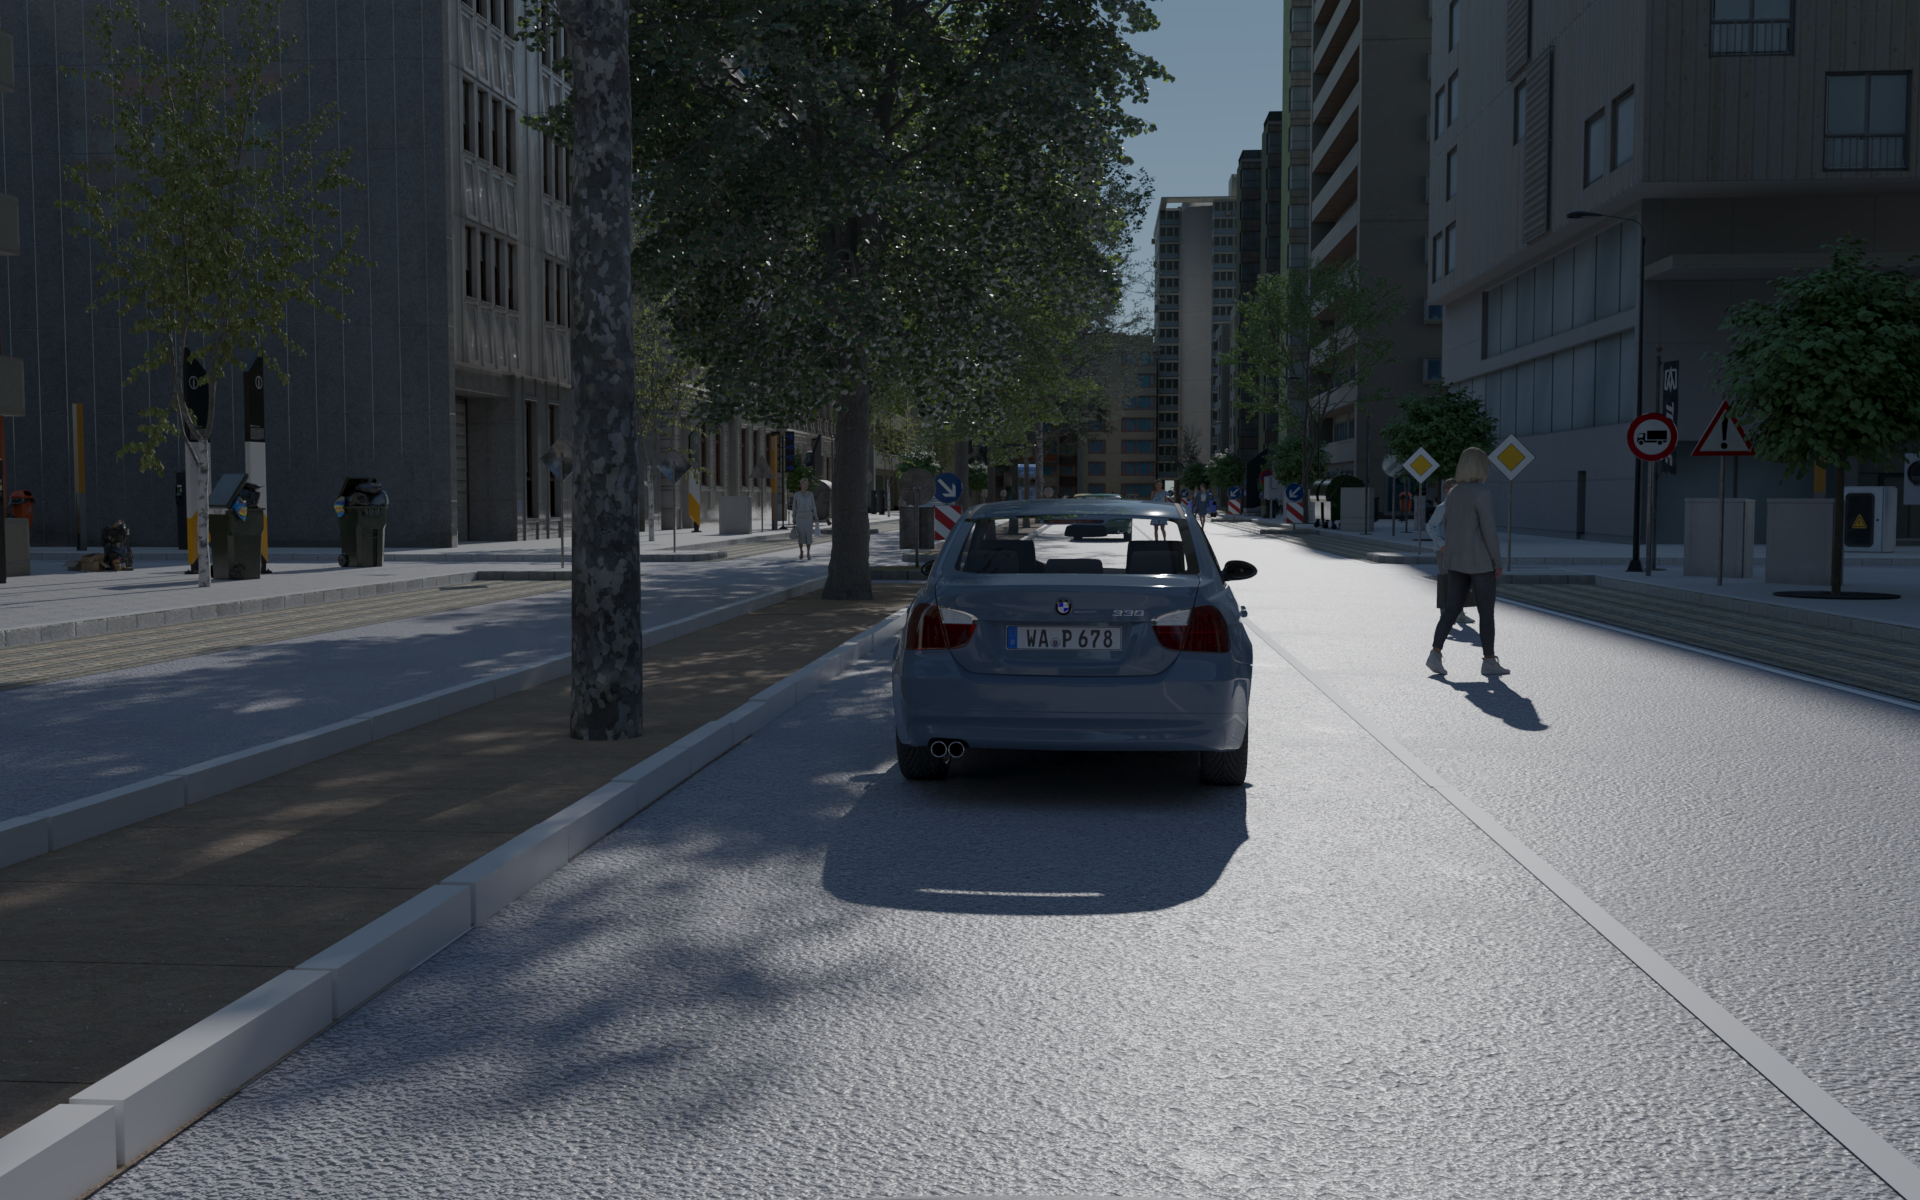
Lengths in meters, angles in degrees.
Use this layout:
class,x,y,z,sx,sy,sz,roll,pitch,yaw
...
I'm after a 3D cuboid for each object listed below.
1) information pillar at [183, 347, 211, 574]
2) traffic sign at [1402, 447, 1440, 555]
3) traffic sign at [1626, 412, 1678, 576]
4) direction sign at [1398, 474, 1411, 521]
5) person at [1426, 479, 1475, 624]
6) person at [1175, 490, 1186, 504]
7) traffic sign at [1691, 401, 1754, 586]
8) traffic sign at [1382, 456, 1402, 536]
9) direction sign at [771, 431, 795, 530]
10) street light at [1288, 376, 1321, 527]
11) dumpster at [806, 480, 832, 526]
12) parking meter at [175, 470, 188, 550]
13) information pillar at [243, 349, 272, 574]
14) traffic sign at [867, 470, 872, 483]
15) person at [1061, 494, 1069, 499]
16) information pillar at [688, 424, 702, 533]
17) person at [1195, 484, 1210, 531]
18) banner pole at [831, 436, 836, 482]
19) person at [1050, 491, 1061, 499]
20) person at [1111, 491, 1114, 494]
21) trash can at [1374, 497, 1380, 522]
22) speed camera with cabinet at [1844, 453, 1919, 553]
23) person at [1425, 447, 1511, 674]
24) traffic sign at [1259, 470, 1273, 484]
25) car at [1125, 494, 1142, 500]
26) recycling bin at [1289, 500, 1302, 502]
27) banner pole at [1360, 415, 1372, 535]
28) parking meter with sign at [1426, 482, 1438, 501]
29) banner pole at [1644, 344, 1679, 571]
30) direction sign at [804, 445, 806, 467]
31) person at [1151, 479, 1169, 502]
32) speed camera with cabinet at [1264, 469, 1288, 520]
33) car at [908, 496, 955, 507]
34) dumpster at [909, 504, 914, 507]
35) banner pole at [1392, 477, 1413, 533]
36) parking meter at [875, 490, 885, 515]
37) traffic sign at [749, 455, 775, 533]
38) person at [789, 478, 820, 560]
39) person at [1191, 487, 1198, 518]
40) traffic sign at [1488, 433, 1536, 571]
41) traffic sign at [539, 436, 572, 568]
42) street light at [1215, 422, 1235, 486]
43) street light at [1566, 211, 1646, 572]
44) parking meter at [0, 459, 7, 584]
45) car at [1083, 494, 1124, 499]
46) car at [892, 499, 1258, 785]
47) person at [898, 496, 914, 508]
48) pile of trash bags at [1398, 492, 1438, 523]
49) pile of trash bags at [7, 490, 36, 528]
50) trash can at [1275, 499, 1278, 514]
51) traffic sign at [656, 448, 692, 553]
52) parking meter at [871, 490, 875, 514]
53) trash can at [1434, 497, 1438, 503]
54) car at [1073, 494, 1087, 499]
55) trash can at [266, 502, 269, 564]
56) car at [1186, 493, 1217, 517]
class,x,y,z,sx,sy,sz,roll,pitch,yaw
information pillar,-12.237,-2.229,27.793,0.183,3.616,0.504,1,4,17
traffic sign,9.736,-2.019,36.648,0.795,2.450,0.064,0,4,5
traffic sign,10.797,-1.650,27.092,0.768,2.556,0.104,1,4,11
direction sign,20.960,-5.505,81.997,0.379,3.537,0.876,-3,5,-43
person,5.426,-0.540,19.142,0.589,1.601,0.330,-2,4,-25
person,18.430,-8.267,144.382,1.217,1.735,0.721,-2,4,-27
traffic sign,10.643,-1.479,24.190,0.884,2.594,0.081,0,4,5
traffic sign,13.214,-3.218,52.717,0.768,2.556,0.104,1,4,10
direction sign,-6.389,-4.310,62.463,0.876,3.537,0.379,1,4,11
street light,13.634,-5.868,68.481,1.470,5.913,1.316,0,4,5
dumpster,-5.759,-3.985,70.914,1.264,1.857,1.865,0,4,5
parking meter,-17.808,-2.090,39.875,0.255,1.863,0.399,2,4,30
information pillar,-11.260,-2.223,27.701,0.183,3.616,0.504,0,4,6
traffic sign,-4.821,-5.343,87.469,0.768,2.556,0.104,1,4,8
person,8.957,-8.344,148.108,0.799,1.438,0.628,-2,4,-33
information pillar,-8.857,-4.061,57.759,0.183,3.616,0.504,2,4,30
person,9.499,-3.614,67.606,0.581,1.822,0.654,2,4,25
banner pole,-5.355,-5.172,74.582,0.401,3.779,0.863,-3,5,-43
person,10.269,-10.901,186.825,1.348,1.812,0.705,0,4,0
person,16.075,-10.669,183.760,0.721,1.723,1.217,-1,4,-22
trash can,18.822,-4.127,79.131,0.748,1.137,0.748,0,3,0
speed camera with cabinet,20.156,-2.634,37.399,0.660,3.252,2.038,-2,4,-35
person,4.002,-0.312,13.790,0.728,1.800,0.709,-1,4,-22
traffic sign,16.520,-5.704,93.371,0.768,2.556,0.104,0,4,6
car,18.129,-10.520,182.223,2.015,1.641,3.980,0,4,5
recycling bin,15.043,-3.945,77.049,0.722,1.027,0.722,0,4,1
banner pole,12.982,-3.981,55.114,0.401,3.779,0.863,1,4,23
parking meter with sign,22.301,-5.214,81.517,1.738,3.016,0.543,1,4,18
banner pole,11.700,-2.372,28.794,0.401,3.779,0.863,0,4,-8
direction sign,-7.133,-5.362,79.660,0.379,3.537,0.876,0,4,0
person,5.173,-2.239,45.199,0.616,1.811,0.778,1,4,23
speed camera with cabinet,16.345,-5.674,87.104,2.038,3.252,0.660,-1,4,-15
car,-0.934,-3.360,67.292,2.083,1.381,4.827,0,4,5
dumpster,-2.868,-6.383,106.862,1.502,2.255,1.985,0,4,4
banner pole,14.598,-4.111,57.228,0.863,3.779,0.401,-2,4,-27
parking meter,-4.836,-6.038,107.135,0.372,1.533,0.369,0,3,0
traffic sign,-6.597,-3.531,57.737,0.884,2.594,0.081,1,4,9
person,-3.358,-1.768,37.754,0.694,1.780,0.624,0,4,6
person,13.268,-5.442,97.435,0.622,1.834,0.822,1,4,19
traffic sign,9.106,-1.532,28.688,0.795,2.450,0.064,0,4,5
traffic sign,-6.887,-1.610,29.968,0.795,2.450,0.064,0,4,5
street light,17.093,-8.487,111.304,1.470,5.913,1.316,0,4,5
street light,10.635,-3.423,28.506,1.470,5.913,1.316,0,4,5
parking meter,-13.866,-1.166,24.783,0.399,1.863,0.255,3,5,42
car,4.517,-2.624,54.701,2.131,1.459,4.920,0,4,5
car,0.706,0.130,9.885,2.014,1.417,4.499,0,4,6
person,-2.735,-4.725,86.022,0.850,1.792,0.678,3,4,39
pile of trash bags,20.862,-4.086,76.562,1.912,1.369,3.447,-3,5,-40
pile of trash bags,-22.438,-1.843,39.882,1.912,1.369,3.447,0,4,2
trash can,19.153,-5.782,106.184,0.748,1.137,0.748,0,3,0
traffic sign,-6.257,-2.097,37.928,0.795,2.450,0.064,0,4,5
parking meter,-5.452,-6.198,109.743,0.372,1.533,0.369,0,3,0
trash can,21.851,-4.088,78.488,0.748,1.137,0.748,0,3,0
car,6.239,-4.610,85.595,2.015,1.641,3.980,0,4,6
trash can,-12.400,-1.129,30.121,0.748,1.137,0.748,0,3,0
car,15.199,-6.067,108.787,1.945,1.707,3.694,0,4,4
